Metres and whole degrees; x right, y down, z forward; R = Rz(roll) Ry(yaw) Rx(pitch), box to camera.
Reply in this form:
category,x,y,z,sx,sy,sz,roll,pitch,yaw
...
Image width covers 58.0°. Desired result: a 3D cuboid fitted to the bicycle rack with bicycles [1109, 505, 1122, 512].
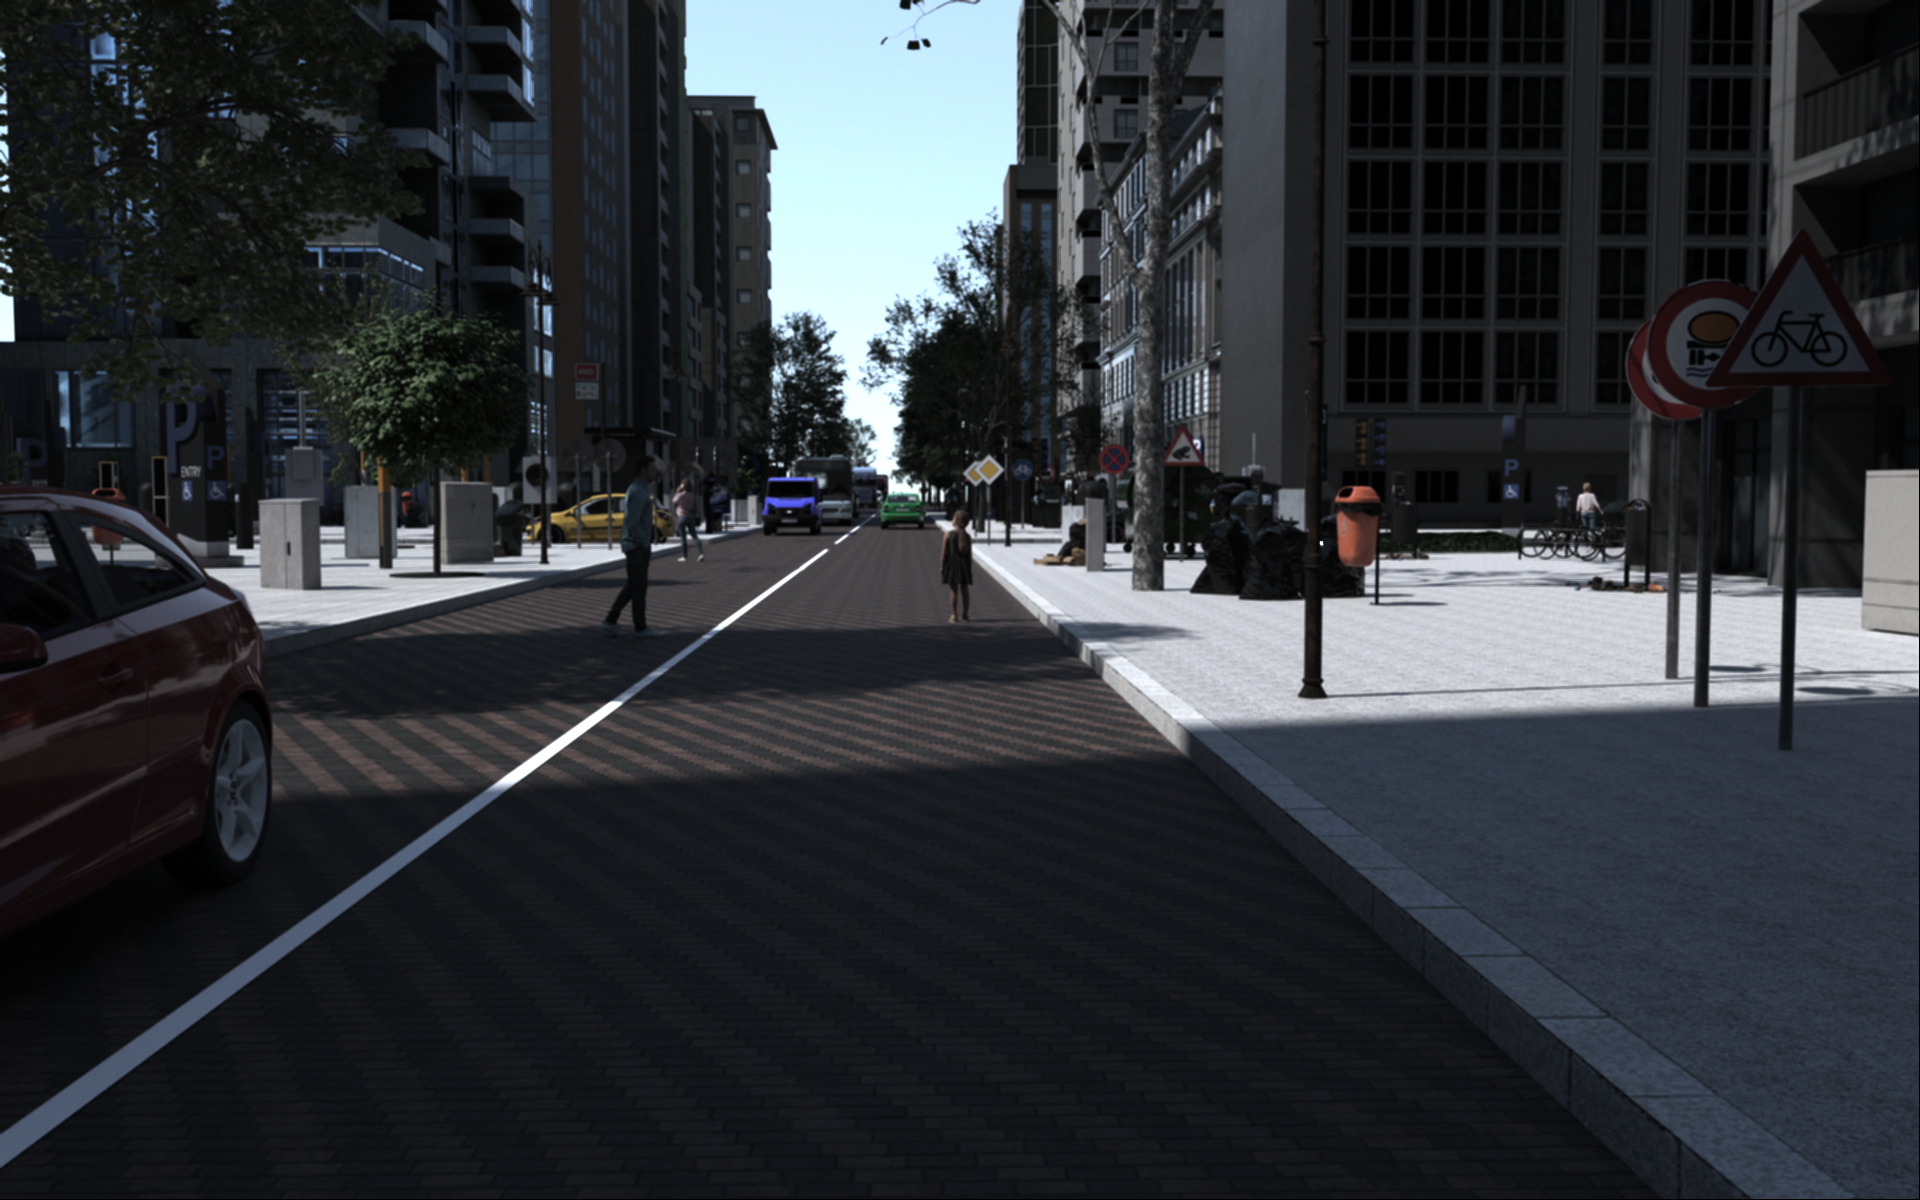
category,x,y,z,sx,sy,sz,roll,pitch,yaw
bicycle rack with bicycles,7.055,-4.277,83.313,2.925,0.926,2.852,0,4,7

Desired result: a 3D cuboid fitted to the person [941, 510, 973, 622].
category,x,y,z,sx,sy,sz,roll,pitch,yaw
person,-0.038,-0.384,19.445,0.362,1.253,0.373,-1,4,-11

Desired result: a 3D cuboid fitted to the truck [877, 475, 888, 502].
category,x,y,z,sx,sy,sz,roll,pitch,yaw
truck,-11.808,-16.053,251.387,2.839,4.237,11.283,0,4,0

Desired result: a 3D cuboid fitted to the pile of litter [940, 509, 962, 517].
category,x,y,z,sx,sy,sz,roll,pitch,yaw
pile of litter,-0.251,-5.151,98.175,1.719,0.858,1.176,2,4,33

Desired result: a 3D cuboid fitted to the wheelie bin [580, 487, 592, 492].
category,x,y,z,sx,sy,sz,roll,pitch,yaw
wheelie bin,-16.204,-3.995,73.224,0.980,1.594,0.693,1,4,11

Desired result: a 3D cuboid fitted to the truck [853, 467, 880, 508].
category,x,y,z,sx,sy,sz,roll,pitch,yaw
truck,-9.753,-11.538,178.401,2.967,4.110,18.799,0,4,-3

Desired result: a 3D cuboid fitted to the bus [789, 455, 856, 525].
category,x,y,z,sx,sy,sz,roll,pitch,yaw
bus,-6.344,-5.318,81.809,2.948,3.499,13.247,0,4,-3

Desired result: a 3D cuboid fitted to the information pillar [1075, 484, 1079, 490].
category,x,y,z,sx,sy,sz,roll,pitch,yaw
information pillar,8.180,-7.099,120.567,0.304,2.012,0.304,2,4,26

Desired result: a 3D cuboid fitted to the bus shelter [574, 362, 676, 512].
category,x,y,z,sx,sy,sz,roll,pitch,yaw
bus shelter,-10.757,-4.769,55.598,2.179,5.291,8.768,0,4,-2

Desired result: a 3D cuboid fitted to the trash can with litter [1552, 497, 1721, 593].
category,x,y,z,sx,sy,sz,roll,pitch,yaw
trash can with litter,8.997,-0.748,23.292,1.678,1.210,2.233,-1,4,-9

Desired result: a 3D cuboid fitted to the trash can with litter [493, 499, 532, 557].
category,x,y,z,sx,sy,sz,roll,pitch,yaw
trash can with litter,-9.308,-1.472,35.449,0.624,1.170,1.055,1,4,22

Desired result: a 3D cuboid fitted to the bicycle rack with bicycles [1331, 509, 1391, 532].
category,x,y,z,sx,sy,sz,roll,pitch,yaw
bicycle rack with bicycles,13.152,-2.770,58.664,2.852,0.926,2.925,-3,5,-42

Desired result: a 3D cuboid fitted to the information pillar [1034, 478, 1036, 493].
category,x,y,z,sx,sy,sz,roll,pitch,yaw
information pillar,3.238,-4.455,77.332,0.304,2.012,0.304,0,4,5

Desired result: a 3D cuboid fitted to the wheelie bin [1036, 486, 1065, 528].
category,x,y,z,sx,sy,sz,roll,pitch,yaw
wheelie bin,3.438,-3.479,64.783,0.980,1.594,0.693,0,4,3

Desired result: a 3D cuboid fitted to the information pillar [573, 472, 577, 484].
category,x,y,z,sx,sy,sz,roll,pitch,yaw
information pillar,-19.836,-5.998,89.421,0.183,3.616,0.504,1,4,14

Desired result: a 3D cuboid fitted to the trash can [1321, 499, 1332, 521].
category,x,y,z,sx,sy,sz,roll,pitch,yaw
trash can,11.480,-2.656,55.081,0.748,1.137,0.748,0,3,0

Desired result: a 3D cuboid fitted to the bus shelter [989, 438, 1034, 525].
category,x,y,z,sx,sy,sz,roll,pitch,yaw
bus shelter,2.227,-5.148,75.460,1.731,3.624,6.357,0,4,-2

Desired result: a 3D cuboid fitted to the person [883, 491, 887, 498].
category,x,y,z,sx,sy,sz,roll,pitch,yaw
person,-10.112,-13.925,236.132,0.705,1.831,1.348,-3,4,-39

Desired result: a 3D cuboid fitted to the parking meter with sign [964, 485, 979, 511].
category,x,y,z,sx,sy,sz,roll,pitch,yaw
parking meter with sign,1.301,-7.008,110.848,1.738,3.016,0.543,1,4,11

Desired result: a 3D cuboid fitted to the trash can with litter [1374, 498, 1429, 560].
category,x,y,z,sx,sy,sz,roll,pitch,yaw
trash can with litter,8.357,-1.417,34.224,2.233,1.210,1.678,0,4,-2

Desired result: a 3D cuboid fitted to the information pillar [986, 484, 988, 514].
category,x,y,z,sx,sy,sz,roll,pitch,yaw
information pillar,1.605,-7.043,106.504,0.183,3.616,0.504,1,4,15

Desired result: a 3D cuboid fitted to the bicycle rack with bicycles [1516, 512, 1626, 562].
category,x,y,z,sx,sy,sz,roll,pitch,yaw
bicycle rack with bicycles,12.222,-1.267,34.092,2.852,0.926,2.925,-3,5,-40

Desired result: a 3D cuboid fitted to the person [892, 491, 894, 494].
category,x,y,z,sx,sy,sz,roll,pitch,yaw
person,-8.576,-13.159,223.628,0.705,1.826,1.348,-1,4,-21

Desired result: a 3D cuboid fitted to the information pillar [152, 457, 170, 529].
category,x,y,z,sx,sy,sz,roll,pitch,yaw
information pillar,-15.730,-1.820,34.244,0.304,2.012,0.304,0,4,5

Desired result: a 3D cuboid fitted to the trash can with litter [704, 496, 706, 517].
category,x,y,z,sx,sy,sz,roll,pitch,yaw
trash can with litter,-14.364,-5.135,95.348,1.055,1.170,0.624,2,4,32

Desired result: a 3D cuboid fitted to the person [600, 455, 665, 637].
category,x,y,z,sx,sy,sz,roll,pitch,yaw
person,-3.298,-0.543,17.391,0.620,1.820,0.660,-1,4,-19

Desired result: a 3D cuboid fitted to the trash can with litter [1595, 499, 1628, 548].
category,x,y,z,sx,sy,sz,roll,pitch,yaw
trash can with litter,15.629,-1.839,41.458,0.624,1.170,1.055,3,5,45

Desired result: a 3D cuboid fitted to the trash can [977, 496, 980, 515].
category,x,y,z,sx,sy,sz,roll,pitch,yaw
trash can,0.915,-5.563,102.605,0.748,1.137,0.748,0,3,0

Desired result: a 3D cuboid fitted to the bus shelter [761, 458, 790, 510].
category,x,y,z,sx,sy,sz,roll,pitch,yaw
bus shelter,-12.439,-7.631,116.055,1.731,3.624,6.357,0,4,-2

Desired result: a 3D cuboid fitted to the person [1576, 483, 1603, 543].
category,x,y,z,sx,sy,sz,roll,pitch,yaw
person,17.149,-2.317,47.059,0.731,1.740,0.598,1,4,16

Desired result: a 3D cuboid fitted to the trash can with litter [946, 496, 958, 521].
category,x,y,z,sx,sy,sz,roll,pitch,yaw
trash can with litter,-0.139,-4.265,81.122,1.055,1.170,0.624,1,4,22

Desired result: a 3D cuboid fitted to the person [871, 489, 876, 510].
category,x,y,z,sx,sy,sz,roll,pitch,yaw
person,-8.047,-9.349,160.986,0.705,1.869,1.348,-1,4,-9

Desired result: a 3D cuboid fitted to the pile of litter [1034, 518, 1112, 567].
category,x,y,z,sx,sy,sz,roll,pitch,yaw
pile of litter,2.020,-1.058,31.258,1.176,0.858,1.719,-1,4,-21

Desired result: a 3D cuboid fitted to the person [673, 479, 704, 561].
category,x,y,z,sx,sy,sz,roll,pitch,yaw
person,-5.736,-1.696,36.813,0.593,1.750,0.643,-3,4,-38

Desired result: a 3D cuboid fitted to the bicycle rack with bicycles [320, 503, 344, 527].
category,x,y,z,sx,sy,sz,roll,pitch,yaw
bicycle rack with bicycles,-25.319,-3.410,69.143,2.852,0.926,2.925,1,4,16

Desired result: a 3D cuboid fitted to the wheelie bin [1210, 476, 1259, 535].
category,x,y,z,sx,sy,sz,roll,pitch,yaw
wheelie bin,4.824,-1.378,30.435,0.980,1.594,0.693,2,4,25

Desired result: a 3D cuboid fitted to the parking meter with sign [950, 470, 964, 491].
category,x,y,z,sx,sy,sz,roll,pitch,yaw
parking meter with sign,0.099,-7.972,126.596,1.738,3.016,0.543,0,4,6

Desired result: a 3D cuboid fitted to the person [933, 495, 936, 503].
category,x,y,z,sx,sy,sz,roll,pitch,yaw
person,-3.128,-11.968,207.399,0.599,1.433,0.991,2,4,35

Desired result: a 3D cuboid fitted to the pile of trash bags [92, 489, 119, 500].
category,x,y,z,sx,sy,sz,roll,pitch,yaw
pile of trash bags,-15.376,-1.124,28.128,3.447,1.369,1.912,-1,4,-17

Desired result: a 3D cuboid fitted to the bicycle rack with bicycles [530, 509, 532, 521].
category,x,y,z,sx,sy,sz,roll,pitch,yaw
bicycle rack with bicycles,-14.910,-2.942,61.484,2.925,0.926,2.852,1,4,10

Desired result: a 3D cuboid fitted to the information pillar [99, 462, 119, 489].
category,x,y,z,sx,sy,sz,roll,pitch,yaw
information pillar,-19.355,-2.137,39.435,0.304,2.012,0.304,0,4,-7

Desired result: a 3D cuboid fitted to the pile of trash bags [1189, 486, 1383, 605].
category,x,y,z,sx,sy,sz,roll,pitch,yaw
pile of trash bags,4.235,-0.708,21.330,1.912,1.369,3.447,-1,4,-15

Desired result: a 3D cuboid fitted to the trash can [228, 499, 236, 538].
category,x,y,z,sx,sy,sz,roll,pitch,yaw
trash can,-21.532,-2.395,50.819,0.748,1.137,0.748,0,3,0

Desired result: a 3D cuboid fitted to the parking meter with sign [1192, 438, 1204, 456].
category,x,y,z,sx,sy,sz,roll,pitch,yaw
parking meter with sign,6.716,-3.531,53.989,1.738,3.016,0.543,-2,4,-27

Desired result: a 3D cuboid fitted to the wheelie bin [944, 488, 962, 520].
category,x,y,z,sx,sy,sz,roll,pitch,yaw
wheelie bin,-0.340,-4.740,85.406,0.693,1.594,0.980,-2,4,-34

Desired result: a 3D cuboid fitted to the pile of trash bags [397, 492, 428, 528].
category,x,y,z,sx,sy,sz,roll,pitch,yaw
pile of trash bags,-21.264,-3.450,66.152,1.912,1.369,3.447,-1,4,-13

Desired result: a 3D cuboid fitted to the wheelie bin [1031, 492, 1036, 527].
category,x,y,z,sx,sy,sz,roll,pitch,yaw
wheelie bin,3.096,-3.625,67.169,0.693,1.594,0.980,0,4,2
